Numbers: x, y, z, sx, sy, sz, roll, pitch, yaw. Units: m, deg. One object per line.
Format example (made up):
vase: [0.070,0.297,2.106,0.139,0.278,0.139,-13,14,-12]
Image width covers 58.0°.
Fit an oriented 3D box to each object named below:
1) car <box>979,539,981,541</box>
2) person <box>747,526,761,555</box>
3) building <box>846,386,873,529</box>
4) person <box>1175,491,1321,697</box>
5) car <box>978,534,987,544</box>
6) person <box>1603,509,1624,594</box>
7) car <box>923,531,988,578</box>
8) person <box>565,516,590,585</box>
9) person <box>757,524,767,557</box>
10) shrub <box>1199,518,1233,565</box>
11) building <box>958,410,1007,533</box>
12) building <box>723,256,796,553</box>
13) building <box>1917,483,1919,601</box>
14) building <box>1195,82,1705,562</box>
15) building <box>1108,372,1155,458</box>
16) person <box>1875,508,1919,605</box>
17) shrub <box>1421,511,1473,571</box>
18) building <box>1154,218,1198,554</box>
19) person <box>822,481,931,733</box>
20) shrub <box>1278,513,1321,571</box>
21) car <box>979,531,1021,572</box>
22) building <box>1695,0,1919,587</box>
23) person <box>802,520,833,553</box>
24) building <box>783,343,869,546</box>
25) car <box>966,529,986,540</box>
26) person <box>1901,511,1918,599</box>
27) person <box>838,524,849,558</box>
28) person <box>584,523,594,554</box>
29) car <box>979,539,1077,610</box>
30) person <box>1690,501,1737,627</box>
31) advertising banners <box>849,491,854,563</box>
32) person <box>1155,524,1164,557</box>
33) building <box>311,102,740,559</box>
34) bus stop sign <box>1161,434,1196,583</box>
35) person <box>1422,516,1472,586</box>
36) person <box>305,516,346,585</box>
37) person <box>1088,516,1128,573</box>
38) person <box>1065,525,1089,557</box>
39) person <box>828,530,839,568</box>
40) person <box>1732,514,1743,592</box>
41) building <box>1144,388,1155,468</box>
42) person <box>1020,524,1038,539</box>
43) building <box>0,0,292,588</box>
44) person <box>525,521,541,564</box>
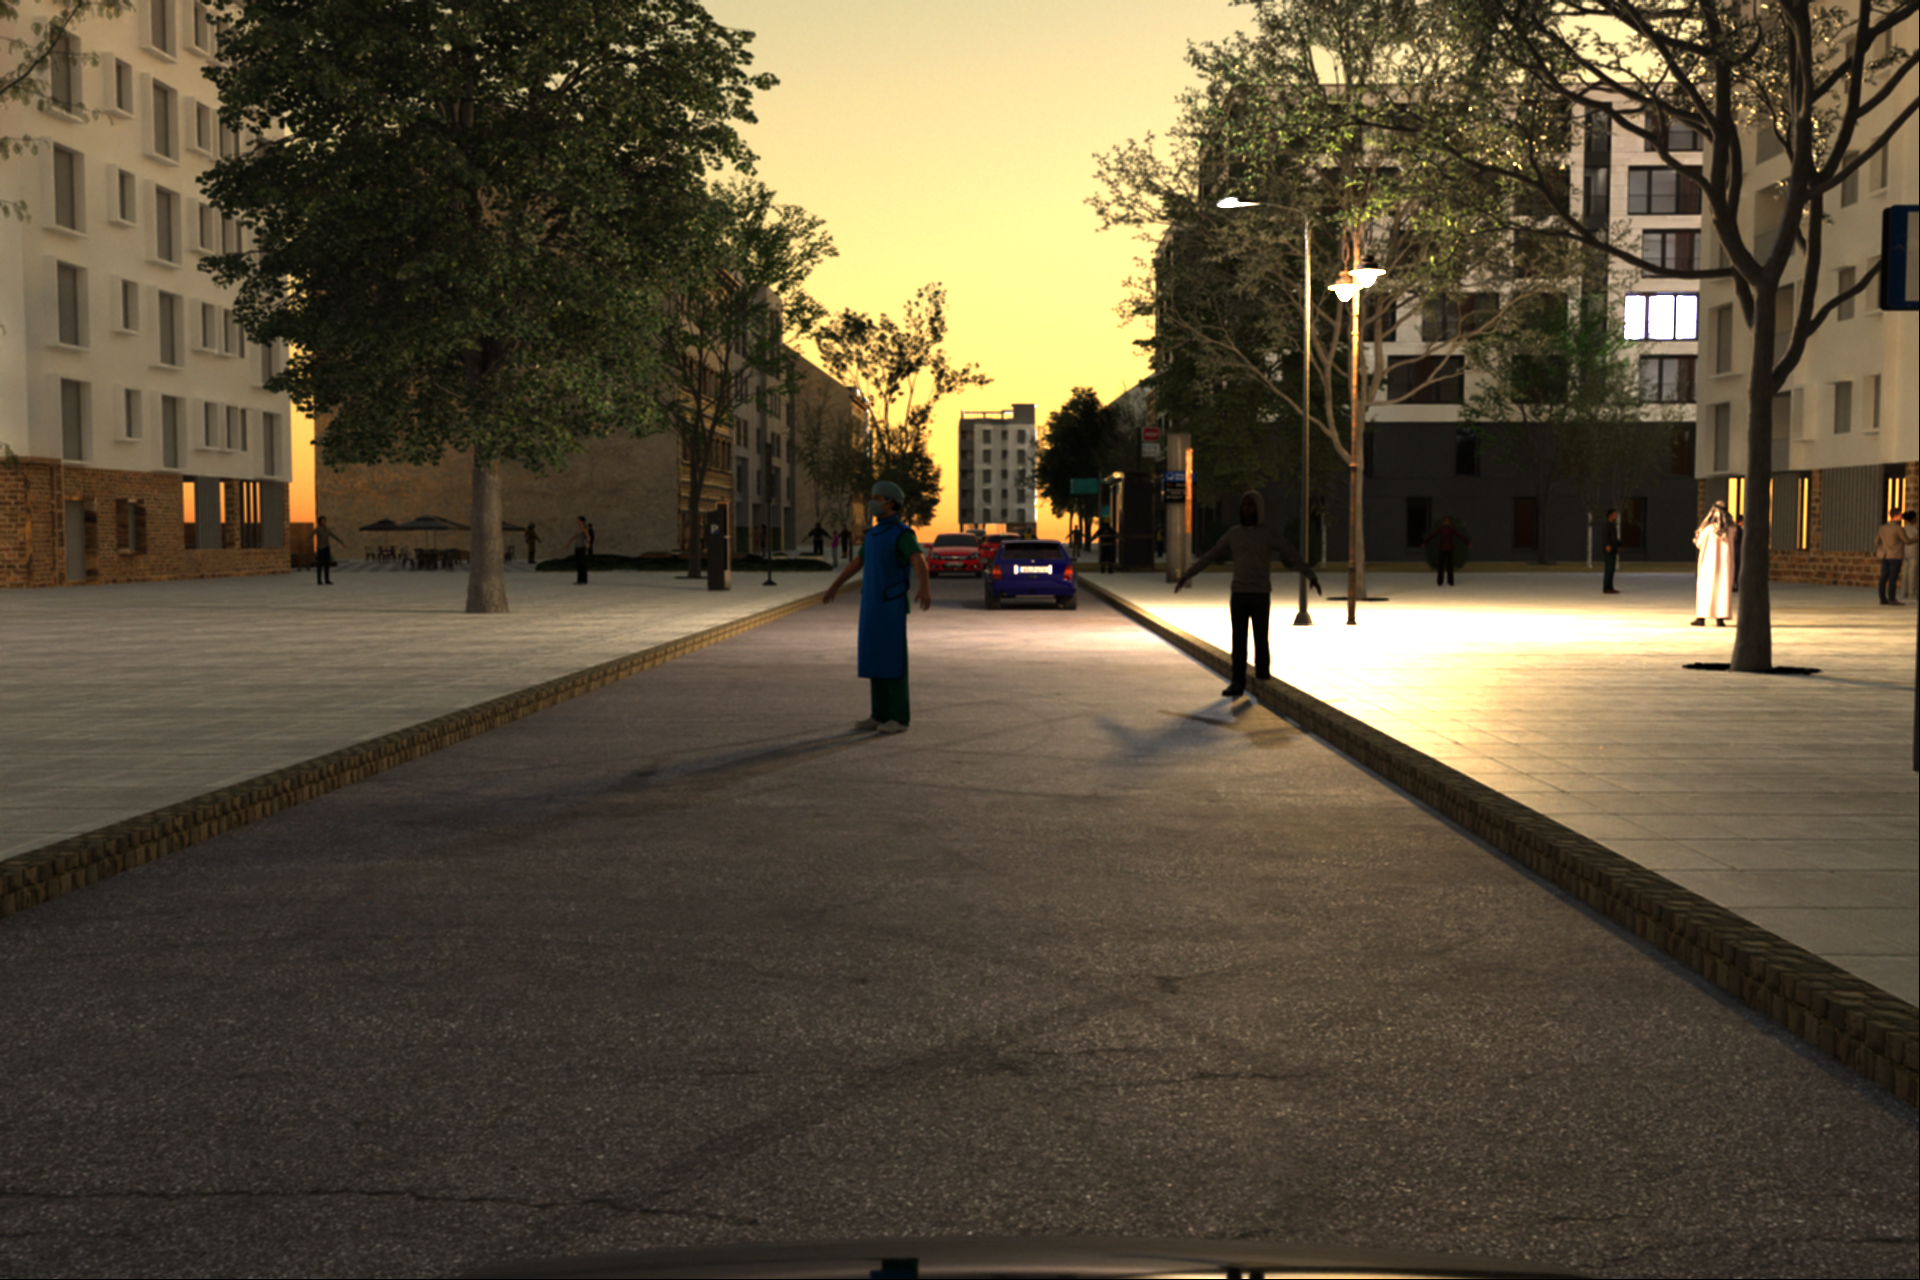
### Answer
car: [0.408,-6.534,118.623,2.131,1.459,4.920,0,4,1]
person: [-11.574,-5.577,97.989,0.721,1.733,1.217,3,5,43]
building: [-20.612,-21.810,223.054,16.747,18.905,31.486,0,4,1]
person: [2.563,-0.412,15.326,1.348,1.813,0.705,2,4,29]
car: [2.018,-5.852,105.466,2.009,1.686,4.222,0,4,1]
person: [14.095,-1.919,37.448,0.705,1.821,1.348,2,4,33]
car: [-0.121,-2.980,57.765,2.155,1.783,4.494,0,4,2]
person: [-9.698,-2.274,43.992,0.721,1.737,1.217,-3,5,-40]
person: [-10.957,-5.517,96.344,0.704,1.843,1.345,-2,4,-26]
shrub: [10.886,-4.192,72.965,1.690,2.028,1.600,0,3,0]
building: [0.113,-24.217,254.823,11.380,20.090,16.016,0,4,-4]
building: [-22.030,-15.696,123.087,16.747,18.905,31.486,0,4,2]
building: [27.398,-11.762,23.239,19.493,23.208,18.063,0,4,1]
building: [26.713,-15.360,95.112,27.936,21.610,32.646,0,4,1]
building: [27.265,-23.240,210.895,19.493,23.208,18.063,0,4,1]
person: [17.029,-1.513,31.319,0.750,1.759,0.617,0,4,3]
shrub: [16.719,-3.387,59.413,1.661,2.075,1.752,0,3,0]
building: [28.124,-17.368,127.945,27.936,21.610,32.646,0,4,1]
person: [-0.563,-0.247,12.616,0.704,1.817,1.347,-2,4,-35]
shrub: [11.949,-3.454,60.885,1.690,2.028,1.600,0,3,0]
car: [1.667,-3.521,66.605,2.155,1.783,4.494,0,4,1]
building: [27.030,-11.801,49.363,16.016,20.090,11.380,0,4,2]
person: [-5.887,-4.051,72.021,1.354,1.856,0.705,0,4,-6]
building: [-20.685,-22.380,196.843,19.493,23.208,18.063,0,4,2]
car: [1.244,-7.772,135.741,2.281,1.827,5.304,0,4,1]
person: [19.051,-1.699,34.556,0.721,1.739,1.217,0,4,-4]
person: [-6.153,-5.249,91.957,0.704,1.812,1.346,-3,4,-38]
person: [-18.415,-4.884,86.044,0.705,1.806,1.347,1,4,10]
car: [1.359,-1.314,34.071,1.945,1.354,3.894,0,3,0]
person: [10.513,-1.061,24.066,0.551,1.740,0.621,-1,4,-9]
advertising banners: [-4.345,-4.475,69.353,0.090,3.025,2.074,0,4,1]
person: [11.014,-5.489,95.708,0.705,1.833,1.349,-1,4,-17]
building: [-23.233,-16.224,96.183,19.493,23.208,18.063,0,4,1]
bus stop sign: [5.760,-3.464,45.658,0.837,3.901,0.837,0,4,2]
person: [12.083,-2.215,43.019,1.215,1.729,0.721,1,4,22]
person: [-16.161,-2.283,44.093,0.721,1.744,1.215,2,4,32]
person: [4.803,-3.105,56.540,1.351,1.858,0.704,1,4,21]
person: [6.531,-5.559,97.165,1.348,1.796,0.705,1,4,15]
person: [-4.845,-3.481,66.173,0.599,1.433,0.991,1,4,16]
person: [17.136,-1.905,38.109,0.530,1.710,0.541,3,5,44]
building: [29.957,-21.569,183.585,19.493,23.208,18.063,0,4,1]
person: [2.508,-3.225,61.646,1.216,1.772,0.721,2,4,28]
building: [-26.794,-11.382,42.508,16.016,20.090,11.380,0,4,1]
person: [-18.671,-4.268,75.555,0.705,1.858,1.354,1,4,11]
